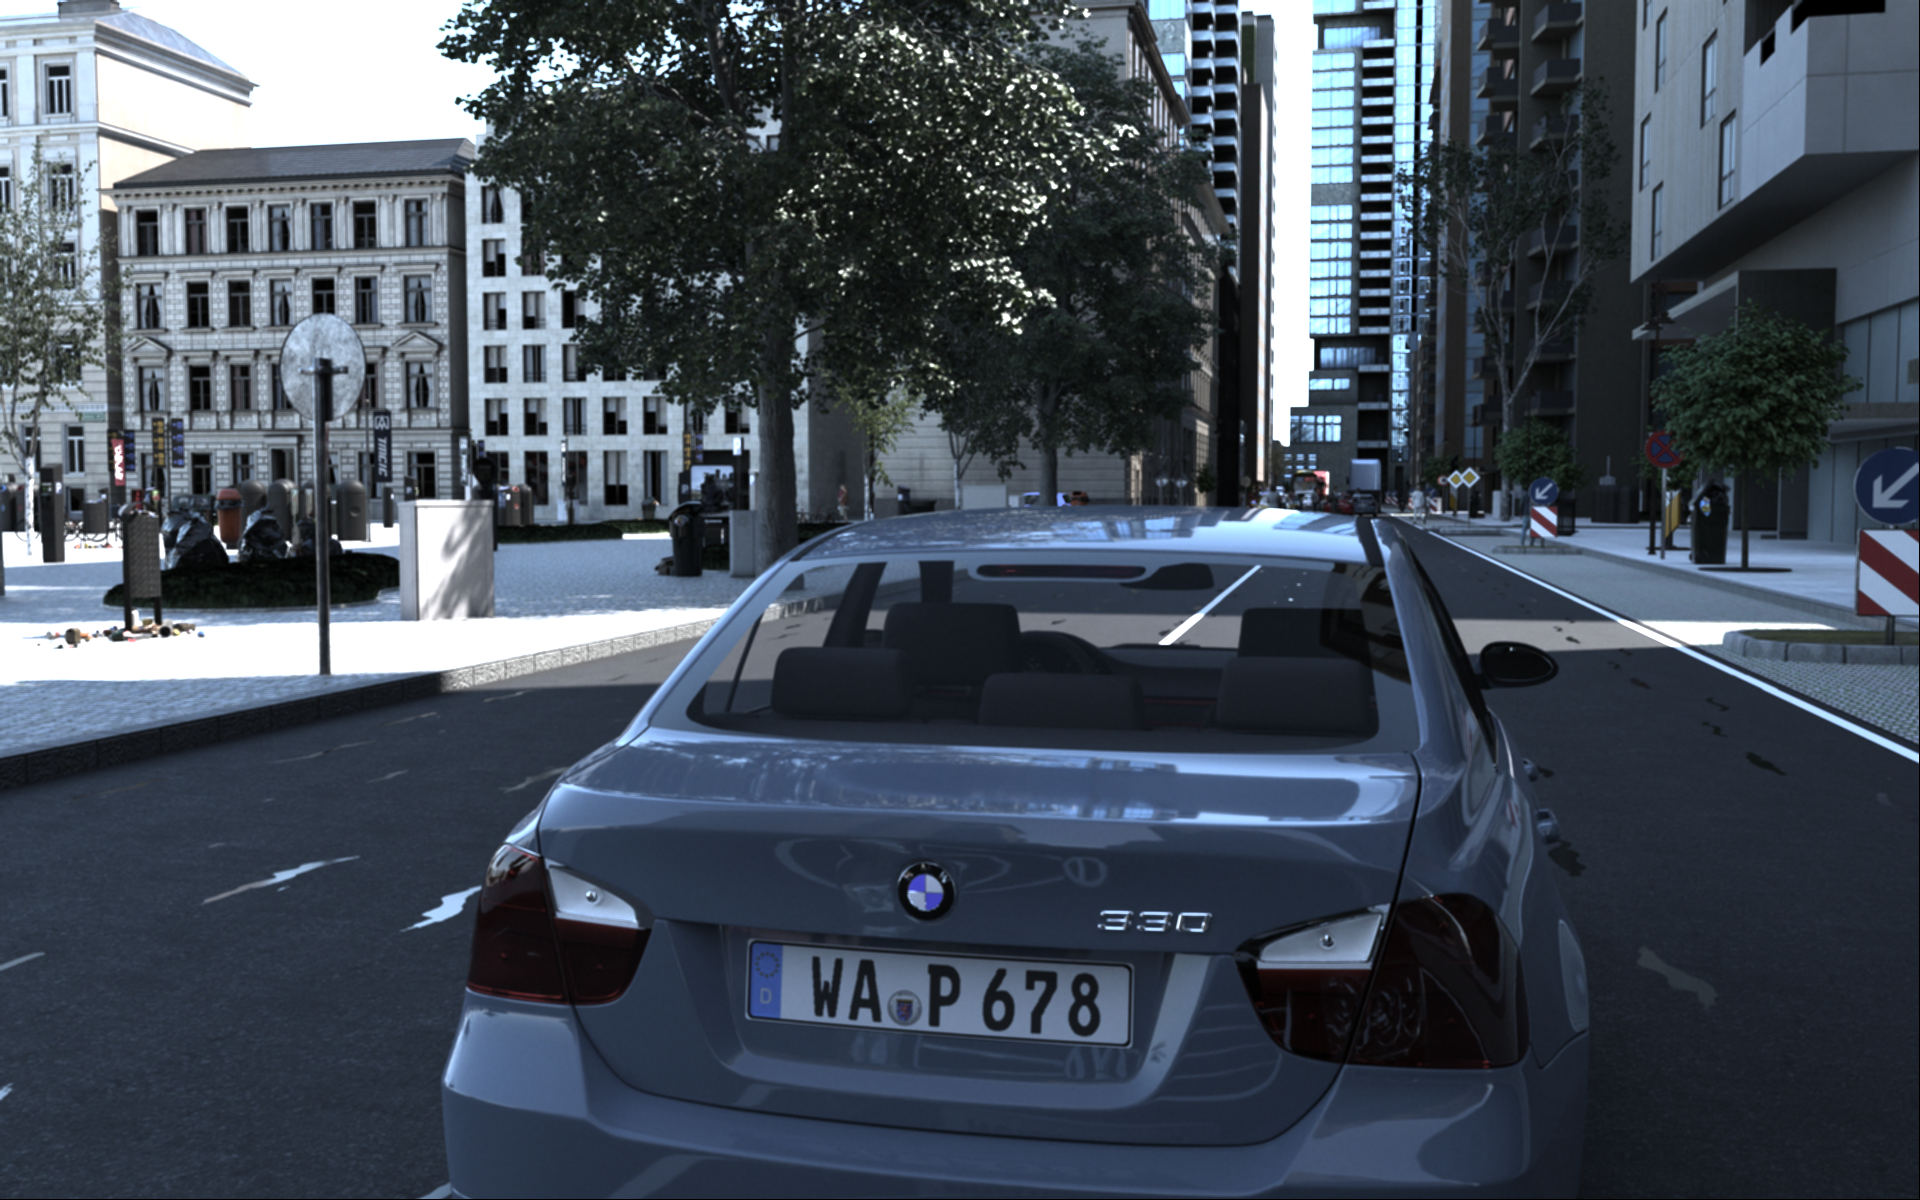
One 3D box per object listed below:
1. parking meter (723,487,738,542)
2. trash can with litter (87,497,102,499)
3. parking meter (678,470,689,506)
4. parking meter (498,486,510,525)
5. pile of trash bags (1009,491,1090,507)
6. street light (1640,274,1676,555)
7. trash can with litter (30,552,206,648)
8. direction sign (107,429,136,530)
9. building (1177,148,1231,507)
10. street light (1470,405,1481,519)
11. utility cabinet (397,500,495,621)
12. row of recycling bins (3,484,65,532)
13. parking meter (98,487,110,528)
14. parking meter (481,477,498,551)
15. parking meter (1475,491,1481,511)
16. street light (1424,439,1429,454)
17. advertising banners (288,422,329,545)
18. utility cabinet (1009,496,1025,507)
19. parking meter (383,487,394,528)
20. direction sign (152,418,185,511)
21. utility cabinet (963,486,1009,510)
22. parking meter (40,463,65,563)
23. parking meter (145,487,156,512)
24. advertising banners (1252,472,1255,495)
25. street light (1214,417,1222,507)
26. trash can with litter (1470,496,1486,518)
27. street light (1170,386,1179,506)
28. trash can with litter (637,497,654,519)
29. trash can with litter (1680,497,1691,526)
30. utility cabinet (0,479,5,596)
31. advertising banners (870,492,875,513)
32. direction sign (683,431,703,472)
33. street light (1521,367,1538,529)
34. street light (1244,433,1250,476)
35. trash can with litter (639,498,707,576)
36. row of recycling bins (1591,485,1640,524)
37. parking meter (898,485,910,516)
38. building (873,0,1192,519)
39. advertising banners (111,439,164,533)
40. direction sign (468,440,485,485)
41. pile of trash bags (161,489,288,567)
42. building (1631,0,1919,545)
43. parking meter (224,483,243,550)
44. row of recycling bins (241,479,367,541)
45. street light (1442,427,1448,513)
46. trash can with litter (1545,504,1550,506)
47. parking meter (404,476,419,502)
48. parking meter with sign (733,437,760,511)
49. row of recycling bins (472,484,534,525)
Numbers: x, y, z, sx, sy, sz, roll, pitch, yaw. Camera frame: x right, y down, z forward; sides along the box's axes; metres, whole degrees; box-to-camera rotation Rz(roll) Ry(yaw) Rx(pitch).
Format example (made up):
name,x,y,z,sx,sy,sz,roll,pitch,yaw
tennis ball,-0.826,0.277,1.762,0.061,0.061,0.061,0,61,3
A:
name,x,y,z,sx,sy,sz,roll,pitch,yaw
parking meter,-5.431,-1.994,41.015,0.372,1.533,0.369,0,3,0
trash can with litter,-20.011,-1.830,40.985,2.233,1.210,1.678,-3,5,-40
parking meter,-6.330,-2.113,40.254,0.399,1.863,0.255,1,4,21
parking meter,-14.888,-2.947,56.596,0.372,1.533,0.369,0,3,0
pile of trash bags,2.459,-2.694,53.807,3.447,1.369,1.912,2,4,31
street light,14.666,-3.898,36.523,0.468,5.910,1.993,1,4,13
trash can with litter,-7.601,-0.267,15.425,1.678,1.210,2.233,0,4,4
direction sign,-29.332,-4.198,60.641,0.876,3.537,0.379,-1,4,-16
building,8.893,-17.260,115.478,16.112,22.955,30.059,1,4,13
street light,26.816,-7.186,90.279,0.468,5.910,1.993,1,4,13
utility cabinet,-5.310,-0.414,17.923,0.306,1.237,1.020,2,4,33
row of recycling bins,-32.044,-3.173,58.985,3.534,1.692,1.069,1,4,16
parking meter,-32.421,-3.496,65.574,0.372,1.533,0.369,0,3,0
parking meter,-10.588,-2.033,38.948,0.255,1.863,0.399,0,4,5
parking meter,38.816,-7.425,129.808,0.372,1.533,0.369,0,3,0
street light,38.814,-10.473,144.023,0.468,5.910,1.993,1,4,13
advertising banners,-15.867,-2.816,42.232,2.074,3.025,0.090,3,5,43
utility cabinet,2.067,-3.315,65.359,0.306,1.237,1.020,-2,4,-29
parking meter,-21.663,-3.498,65.599,0.372,1.533,0.369,0,3,0
direction sign,-23.538,-3.642,51.546,0.876,3.537,0.379,-3,5,-39
utility cabinet,0.675,-2.235,45.223,1.173,1.500,0.318,1,4,15
parking meter,-16.949,-1.629,32.342,0.255,1.863,0.399,0,4,2
parking meter,-30.574,-3.488,65.433,0.372,1.533,0.369,0,3,0
advertising banners,22.987,-8.508,135.291,0.090,3.025,2.074,0,4,3
street light,15.110,-7.876,101.561,0.468,5.910,1.993,1,4,13
trash can with litter,27.500,-4.932,92.028,0.624,1.170,1.055,-2,4,-29
street light,9.099,-6.213,74.374,0.468,5.910,1.993,1,4,13
trash can with litter,-12.776,-3.617,70.522,0.624,1.170,1.055,2,4,24
trash can with litter,29.642,-3.608,70.372,0.624,1.170,1.055,0,4,0
utility cabinet,-12.082,-0.747,20.896,0.318,1.500,1.173,1,4,10
advertising banners,-5.092,-7.264,114.954,2.074,3.025,0.090,-2,4,-33
direction sign,-9.592,-4.299,62.283,0.379,3.537,0.876,3,5,43
street light,20.674,-5.518,63.007,0.468,5.910,1.993,1,4,13
street light,21.226,-9.531,128.625,0.468,5.910,1.993,1,4,13
trash can with litter,-4.452,-0.969,27.223,0.624,1.170,1.055,-3,5,-43
row of recycling bins,28.846,-4.234,76.337,1.069,1.692,3.534,0,4,-4
parking meter,-1.646,-2.595,50.832,0.372,1.533,0.369,0,3,0
building,4.380,-17.783,88.021,12.463,27.353,25.104,1,4,13
advertising banners,-26.377,-3.631,55.559,0.090,3.025,2.074,1,4,20
direction sign,-20.272,-4.935,72.690,0.876,3.537,0.379,2,4,29
pile of trash bags,-11.806,-1.109,27.891,1.912,1.369,3.447,-1,4,-22
building,33.729,-27.817,44.040,28.713,52.752,27.495,1,4,13
parking meter,-16.737,-1.927,39.913,0.372,1.533,0.369,0,3,0
row of recycling bins,-18.063,-2.473,47.541,3.534,1.692,1.069,0,4,-1
street light,32.709,-8.807,116.789,0.468,5.910,1.993,1,4,13
trash can with litter,18.784,-2.727,55.975,0.624,1.170,1.055,1,4,13
parking meter,-17.489,-3.030,55.258,0.399,1.863,0.255,1,4,13
parking meter with sign,-6.133,-3.517,53.763,1.738,3.016,0.543,-2,4,-35
row of recycling bins,-18.292,-3.800,69.251,1.069,1.692,3.534,1,4,20
